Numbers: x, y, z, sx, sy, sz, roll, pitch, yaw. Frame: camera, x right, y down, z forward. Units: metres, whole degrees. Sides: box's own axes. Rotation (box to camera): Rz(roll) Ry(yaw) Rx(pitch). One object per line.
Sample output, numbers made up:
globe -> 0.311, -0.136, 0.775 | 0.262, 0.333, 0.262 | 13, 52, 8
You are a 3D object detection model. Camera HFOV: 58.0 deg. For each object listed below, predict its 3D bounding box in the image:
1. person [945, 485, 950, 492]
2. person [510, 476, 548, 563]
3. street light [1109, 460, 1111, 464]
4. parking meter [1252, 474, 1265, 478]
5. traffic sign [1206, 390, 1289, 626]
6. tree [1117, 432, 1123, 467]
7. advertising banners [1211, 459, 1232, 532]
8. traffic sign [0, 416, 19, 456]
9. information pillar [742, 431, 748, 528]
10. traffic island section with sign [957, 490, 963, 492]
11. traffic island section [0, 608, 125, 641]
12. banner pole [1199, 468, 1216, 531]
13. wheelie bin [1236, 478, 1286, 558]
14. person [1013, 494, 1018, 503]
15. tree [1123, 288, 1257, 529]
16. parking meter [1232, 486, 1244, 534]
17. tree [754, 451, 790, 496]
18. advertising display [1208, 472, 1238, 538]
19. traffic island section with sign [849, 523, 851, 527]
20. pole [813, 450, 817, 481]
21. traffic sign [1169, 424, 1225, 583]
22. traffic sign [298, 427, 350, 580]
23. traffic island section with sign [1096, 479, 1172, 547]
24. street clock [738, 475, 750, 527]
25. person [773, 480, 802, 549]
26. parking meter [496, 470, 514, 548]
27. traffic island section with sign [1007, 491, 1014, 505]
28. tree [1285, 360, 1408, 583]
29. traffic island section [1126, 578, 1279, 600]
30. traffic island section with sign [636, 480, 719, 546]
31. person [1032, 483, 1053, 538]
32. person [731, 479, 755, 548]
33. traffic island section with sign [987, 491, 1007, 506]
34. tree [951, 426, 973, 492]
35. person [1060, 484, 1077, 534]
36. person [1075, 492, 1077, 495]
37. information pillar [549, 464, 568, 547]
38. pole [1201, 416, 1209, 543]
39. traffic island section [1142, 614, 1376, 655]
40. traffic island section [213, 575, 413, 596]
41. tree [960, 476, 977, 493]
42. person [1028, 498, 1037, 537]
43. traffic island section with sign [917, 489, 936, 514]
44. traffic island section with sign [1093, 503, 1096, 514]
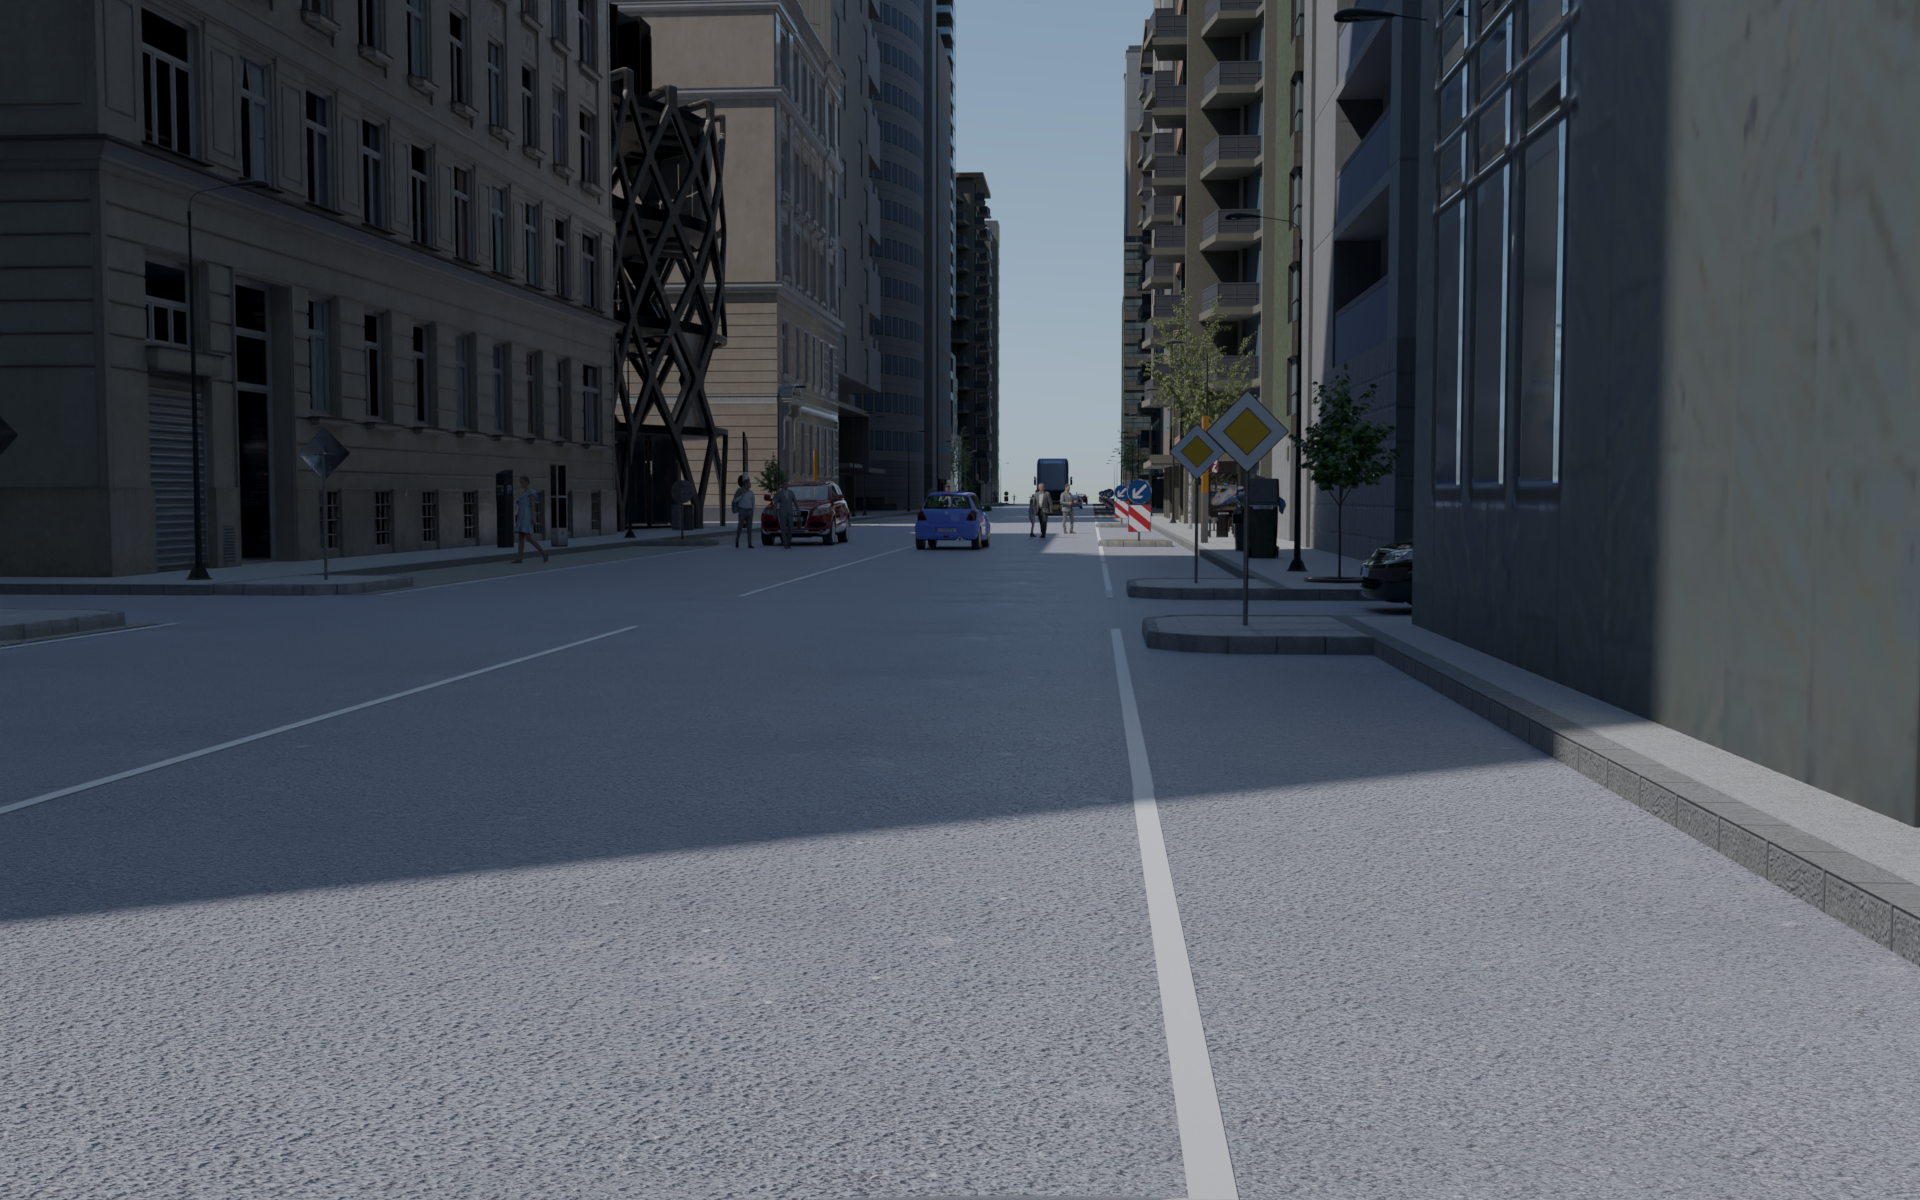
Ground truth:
person -> -0.451, -3.385, 64.186 | 0.721, 1.781, 0.623 | 3, 5, 42
person -> -8.938, -1.663, 35.784 | 0.778, 1.811, 0.616 | -2, 4, -29
street light -> 17.159, -13.154, 187.609 | 1.470, 5.913, 1.316 | 0, 4, 4
parking meter -> 8.750, -2.754, 50.732 | 0.399, 1.863, 0.255 | 0, 4, -6
traffic sign -> 2.785, -0.808, 16.859 | 0.795, 2.450, 0.064 | 0, 4, 4
tree -> 18.408, -14.243, 183.230 | 4.737, 8.622, 4.395 | 0, 3, 0
advertising banners -> 9.052, -3.832, 58.838 | 0.090, 3.025, 2.074 | -1, 4, -23
traffic sign -> -10.071, -0.869, 17.850 | 0.795, 2.450, 0.064 | 0, 4, 4
information pillar -> -8.056, -4.506, 65.022 | 0.183, 3.616, 0.504 | 1, 4, 8
traffic island section with sign -> 0.048, -8.762, 151.878 | 1.989, 1.847, 2.006 | 0, 4, 4
traffic island section -> -10.095, 0.267, 17.913 | 2.009, 0.180, 2.903 | 0, 4, 4
banner pole -> 8.610, -4.289, 60.143 | 0.863, 3.779, 0.401 | 0, 4, -5
wheelie bin -> 6.036, -1.643, 34.764 | 0.980, 1.594, 0.693 | 0, 4, 7
person -> 7.814, -14.531, 249.307 | 0.991, 1.433, 0.599 | -1, 4, -10
tree -> 8.645, -6.886, 62.956 | 4.737, 8.622, 4.395 | 0, 3, 0
parking meter -> 8.870, -2.868, 55.298 | 0.372, 1.533, 0.369 | 0, 3, 0
tree -> -8.491, -5.095, 77.912 | 1.663, 3.219, 1.824 | 0, 3, 0
advertising display -> 7.746, -2.806, 51.091 | 0.974, 1.923, 0.123 | -2, 4, -24
traffic island section with sign -> -5.764, -4.064, 75.068 | 1.989, 1.847, 2.006 | 0, 4, 4
pole -> -6.729, -5.306, 80.603 | 0.158, 3.312, 0.155 | 0, 3, 0
traffic sign -> 3.389, -1.295, 24.821 | 0.795, 2.450, 0.064 | 0, 4, 4
traffic sign -> -9.467, -1.356, 25.812 | 0.795, 2.450, 0.064 | 0, 4, 4
traffic island section with sign -> 4.817, -2.393, 47.746 | 1.989, 1.847, 2.006 | 0, 4, 4
street clock -> -8.204, -3.740, 65.726 | 0.471, 2.002, 0.358 | 3, 5, 43
person -> -4.532, -2.249, 45.384 | 0.709, 1.813, 0.853 | -2, 4, -27
parking meter -> -10.885, -2.184, 41.414 | 0.255, 1.863, 0.399 | 1, 4, 20
traffic island section with sign -> 6.350, -13.836, 234.840 | 1.989, 1.847, 2.006 | 0, 4, 4
tree -> 5.544, -1.869, 25.152 | 1.663, 3.219, 1.824 | 0, 3, 0
traffic island section -> 3.413, -0.160, 24.896 | 2.009, 0.180, 2.903 | 0, 4, 4
traffic island section with sign -> -7.798, -2.420, 48.189 | 1.989, 1.847, 2.006 | 0, 4, 4
person -> 2.676, -2.916, 56.568 | 0.661, 1.777, 0.834 | 1, 4, 12
person -> -5.749, -2.288, 46.005 | 0.679, 1.850, 0.850 | -2, 4, -33
traffic island section with sign -> 4.299, -12.185, 207.844 | 1.989, 1.847, 2.006 | 0, 4, 4
tree -> -0.443, -13.915, 177.865 | 4.360, 8.622, 3.978 | 0, 3, 0
person -> 3.945, -3.294, 62.554 | 0.583, 1.804, 0.606 | 3, 5, 42
person -> 16.631, -14.468, 245.855 | 0.445, 1.727, 0.742 | 3, 5, 42
information pillar -> -9.772, -2.306, 42.191 | 0.304, 2.012, 0.304 | 3, 5, 43
pole -> 6.403, -3.146, 45.278 | 0.158, 3.312, 0.155 | 0, 3, 0
traffic island section -> 2.809, 0.327, 16.934 | 2.009, 0.180, 2.903 | 0, 4, 4
traffic island section -> -9.491, -0.220, 25.876 | 2.009, 0.180, 2.903 | 0, 4, 4
tree -> 0.986, -12.009, 190.953 | 1.663, 3.219, 1.824 | 0, 3, 0
person -> 2.441, -2.759, 57.883 | 0.394, 1.301, 0.425 | -3, 5, -40
traffic island section with sign -> -2.029, -7.080, 124.382 | 1.989, 1.847, 2.006 | 0, 4, 4
traffic island section with sign -> 6.857, -4.037, 74.634 | 1.989, 1.847, 2.006 | 0, 4, 4
